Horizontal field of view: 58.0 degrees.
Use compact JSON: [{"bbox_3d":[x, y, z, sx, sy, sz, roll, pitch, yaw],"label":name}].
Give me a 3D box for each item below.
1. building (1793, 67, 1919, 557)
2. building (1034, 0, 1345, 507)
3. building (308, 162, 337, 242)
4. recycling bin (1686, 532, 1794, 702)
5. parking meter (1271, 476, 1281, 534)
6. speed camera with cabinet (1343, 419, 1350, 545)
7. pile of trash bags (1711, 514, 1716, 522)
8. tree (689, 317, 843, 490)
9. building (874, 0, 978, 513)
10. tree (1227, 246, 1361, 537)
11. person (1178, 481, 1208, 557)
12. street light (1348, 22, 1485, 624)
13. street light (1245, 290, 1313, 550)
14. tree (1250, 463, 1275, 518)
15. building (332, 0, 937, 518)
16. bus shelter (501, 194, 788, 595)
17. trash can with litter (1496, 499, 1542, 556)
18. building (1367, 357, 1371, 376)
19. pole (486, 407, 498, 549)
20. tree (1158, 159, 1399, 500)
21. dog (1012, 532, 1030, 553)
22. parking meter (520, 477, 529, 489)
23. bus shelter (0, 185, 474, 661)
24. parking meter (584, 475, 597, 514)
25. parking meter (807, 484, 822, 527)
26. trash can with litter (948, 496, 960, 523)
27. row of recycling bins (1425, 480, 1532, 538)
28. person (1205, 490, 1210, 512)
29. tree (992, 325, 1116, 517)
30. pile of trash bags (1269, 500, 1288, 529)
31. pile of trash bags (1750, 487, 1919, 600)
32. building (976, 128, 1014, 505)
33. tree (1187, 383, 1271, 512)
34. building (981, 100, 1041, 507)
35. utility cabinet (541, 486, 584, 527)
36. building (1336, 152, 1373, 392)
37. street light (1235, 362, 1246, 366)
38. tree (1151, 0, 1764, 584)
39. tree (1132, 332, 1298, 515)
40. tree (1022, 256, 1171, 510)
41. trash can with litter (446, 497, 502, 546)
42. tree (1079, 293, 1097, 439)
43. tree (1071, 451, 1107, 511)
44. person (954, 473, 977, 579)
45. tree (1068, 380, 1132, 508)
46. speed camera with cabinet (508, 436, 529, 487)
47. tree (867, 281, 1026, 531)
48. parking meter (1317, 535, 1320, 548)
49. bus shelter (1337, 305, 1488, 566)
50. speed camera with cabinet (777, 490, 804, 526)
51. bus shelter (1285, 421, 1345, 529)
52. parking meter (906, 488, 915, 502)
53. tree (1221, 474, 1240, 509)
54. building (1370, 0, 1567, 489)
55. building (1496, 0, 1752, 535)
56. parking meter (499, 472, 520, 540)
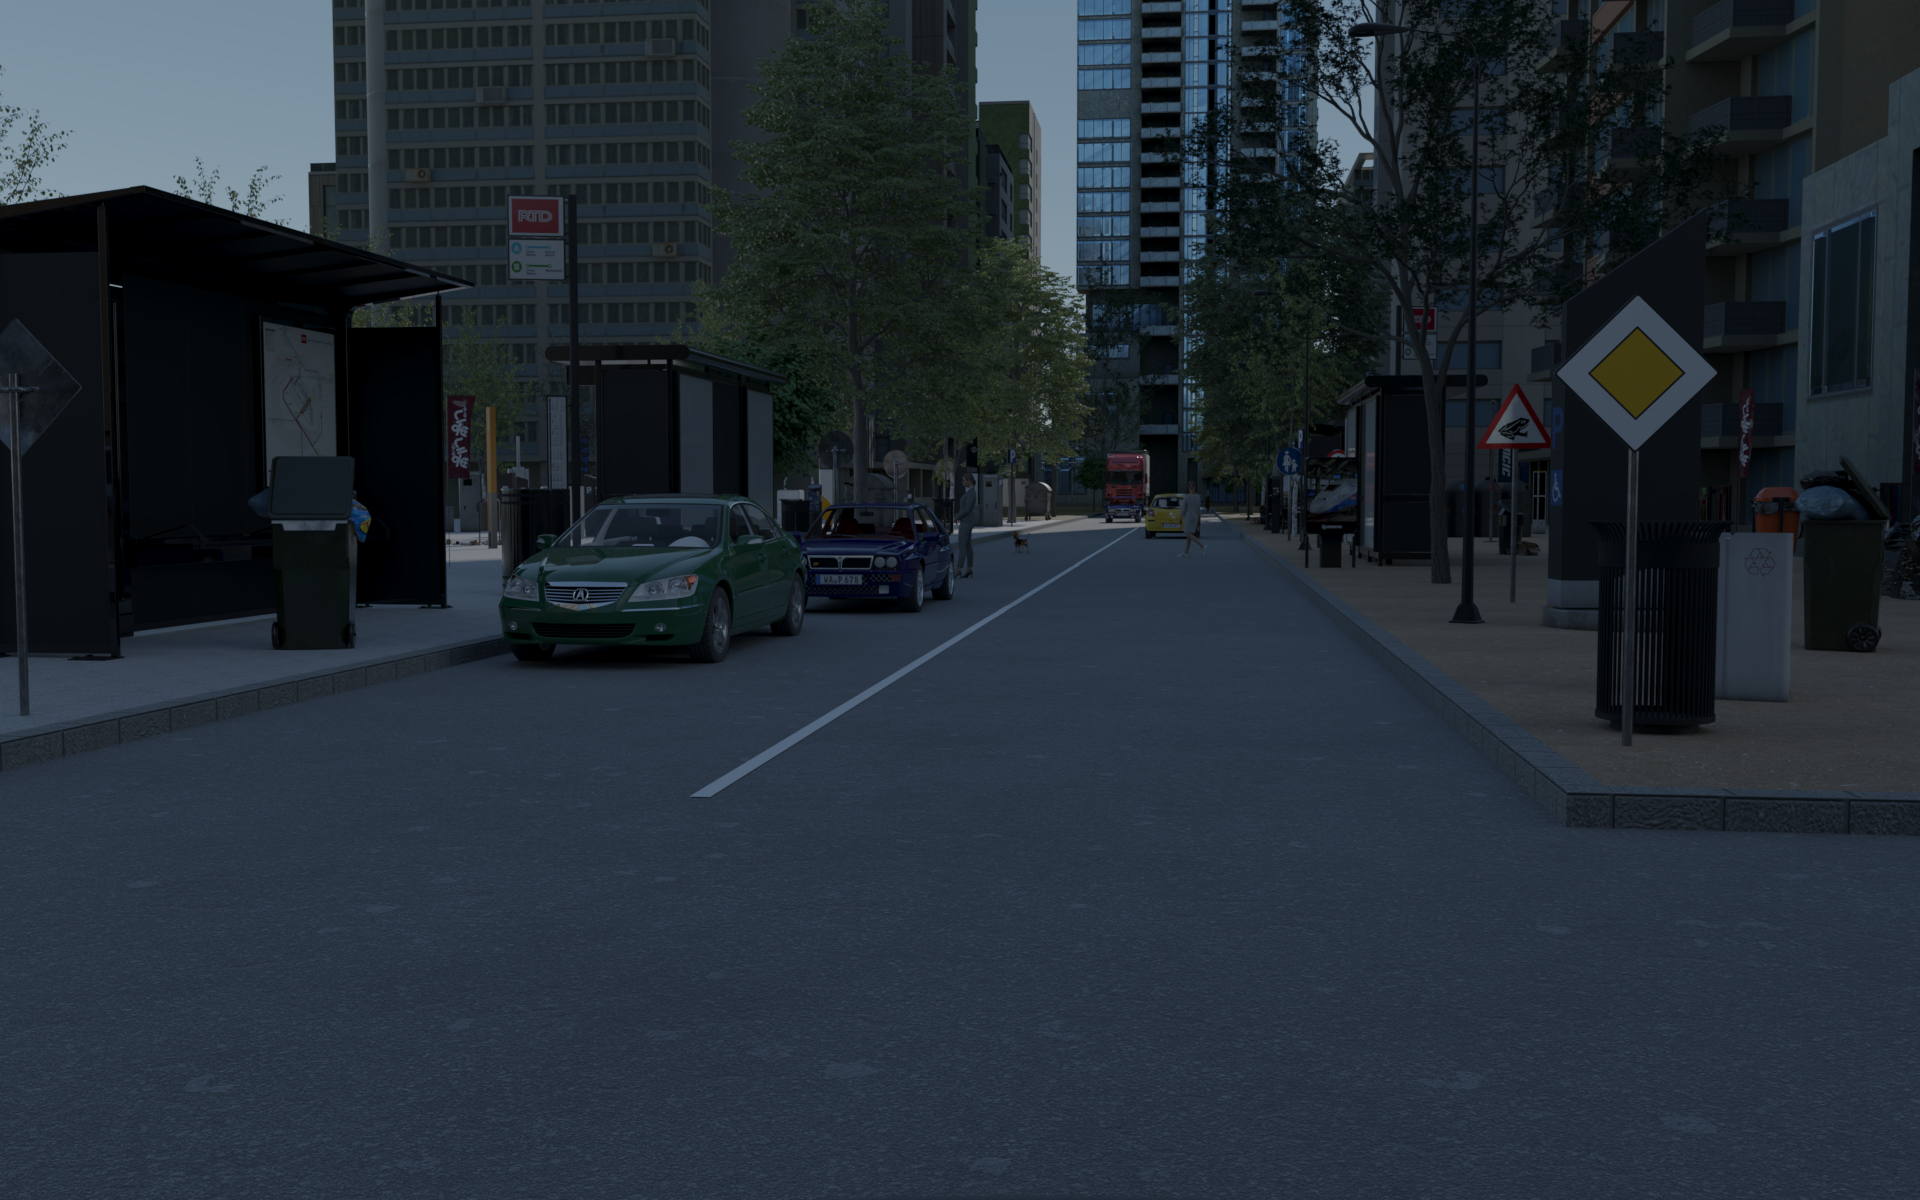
[{"bbox_3d":[29.727,-43.334,21.177,31.000,86.520,22.319,0,4,8],"label":"building"},{"bbox_3d":[24.396,-53.229,182.971,31.000,86.520,22.319,0,4,8],"label":"building"},{"bbox_3d":[-47.332,-23.312,152.852,14.107,30.474,14.160,0,4,8],"label":"building"},{"bbox_3d":[4.918,0.090,11.086,0.722,1.027,0.722,2,4,26],"label":"recycling bin"},{"bbox_3d":[10.265,-3.092,56.266,0.255,1.863,0.399,1,4,14],"label":"parking meter"},{"bbox_3d":[10.223,-3.081,44.714,0.660,3.252,2.038,0,4,8],"label":"speed camera with cabinet"},{"bbox_3d":[14.188,-1.496,34.219,1.912,1.369,3.447,2,4,32],"label":"pile of trash bags"},{"bbox_3d":[-3.873,-2.961,32.129,4.285,4.588,4.351,0,3,0],"label":"tree"},{"bbox_3d":[-6.621,-26.507,116.978,14.154,41.232,14.086,0,4,8],"label":"building"},{"bbox_3d":[10.105,-6.232,52.262,4.737,8.622,4.395,0,3,0],"label":"tree"},{"bbox_3d":[5.286,-1.834,39.236,0.760,1.731,0.466,2,4,29],"label":"person"},{"bbox_3d":[4.520,-2.730,17.171,1.470,5.913,1.316,0,4,8],"label":"street light"},{"bbox_3d":[7.368,-4.099,39.555,1.470,5.913,1.316,0,4,8],"label":"street light"},{"bbox_3d":[16.267,-5.984,92.437,1.663,3.219,1.824,0,3,0],"label":"tree"},{"bbox_3d":[-18.059,-24.907,99.105,32.217,40.220,23.993,0,4,8],"label":"building"},{"bbox_3d":[-4.632,-2.948,25.833,2.179,5.291,8.768,0,4,8],"label":"bus shelter"},{"bbox_3d":[11.799,-1.533,36.457,0.624,1.170,1.055,-2,4,-28],"label":"trash can with litter"},{"bbox_3d":[40.558,-50.017,130.453,22.319,86.520,31.000,0,4,8],"label":"building"},{"bbox_3d":[-10.986,-2.862,40.640,0.158,3.312,0.155,0,3,0],"label":"pole"},{"bbox_3d":[12.597,-9.862,67.896,9.857,13.997,8.962,0,3,0],"label":"tree"},{"bbox_3d":[1.473,-1.394,42.077,0.540,0.507,0.406,1,4,16],"label":"dog"},{"bbox_3d":[-14.651,-3.200,58.025,0.399,1.863,0.255,-2,4,-32],"label":"parking meter"},{"bbox_3d":[-6.646,-1.536,16.402,1.731,3.624,6.357,0,4,8],"label":"bus shelter"},{"bbox_3d":[-11.068,-2.838,52.114,0.399,1.863,0.255,2,4,24],"label":"parking meter"},{"bbox_3d":[-3.596,-2.105,42.822,0.372,1.533,0.369,0,3,0],"label":"parking meter"},{"bbox_3d":[-0.286,-3.981,76.145,1.678,1.210,2.233,-2,4,-30],"label":"trash can with litter"},{"bbox_3d":[15.240,-2.712,51.449,3.534,1.692,1.069,-1,4,-11],"label":"row of recycling bins"},{"bbox_3d":[19.249,-7.703,135.178,0.721,1.736,1.217,1,4,11],"label":"person"},{"bbox_3d":[4.911,-9.858,95.585,7.601,10.594,8.767,-3,4,-38],"label":"tree"},{"bbox_3d":[12.551,-3.330,64.198,1.912,1.369,3.447,1,4,20],"label":"pile of trash bags"},{"bbox_3d":[11.751,-0.728,21.658,3.447,1.369,1.912,1,4,15],"label":"pile of trash bags"},{"bbox_3d":[-2.735,-22.939,146.759,14.107,30.474,14.160,0,4,8],"label":"building"},{"bbox_3d":[19.967,-12.515,122.747,7.486,12.596,7.792,0,3,0],"label":"tree"},{"bbox_3d":[1.173,-30.622,184.263,14.086,41.232,14.154,0,4,8],"label":"building"},{"bbox_3d":[-11.334,-2.490,49.387,1.173,1.500,0.318,-2,4,-26],"label":"utility cabinet"},{"bbox_3d":[53.326,-30.232,186.174,23.993,40.220,32.217,0,4,8],"label":"building"},{"bbox_3d":[10.345,-5.420,61.164,1.470,5.913,1.316,0,4,8],"label":"street light"},{"bbox_3d":[6.984,-5.536,24.923,8.767,10.594,7.601,0,4,7],"label":"tree"},{"bbox_3d":[17.448,-10.963,105.005,9.928,11.665,9.643,0,3,0],"label":"tree"},{"bbox_3d":[10.849,-17.411,140.555,12.611,20.169,13.585,0,3,0],"label":"tree"},{"bbox_3d":[-12.275,-2.005,43.847,2.233,1.210,1.678,0,4,0],"label":"trash can with litter"},{"bbox_3d":[2.584,-9.704,76.794,7.486,12.596,7.792,0,3,0],"label":"tree"},{"bbox_3d":[10.009,-8.849,128.398,4.285,4.588,4.351,0,3,0],"label":"tree"},{"bbox_3d":[0.019,-1.267,29.491,0.573,1.790,0.520,-1,4,-14],"label":"person"},{"bbox_3d":[13.151,-14.107,156.410,9.928,11.665,9.643,0,3,0],"label":"tree"},{"bbox_3d":[-14.504,-3.995,59.656,2.038,3.252,0.660,-1,4,-19],"label":"speed camera with cabinet"},{"bbox_3d":[-0.103,-6.678,59.553,4.737,8.622,4.395,0,3,0],"label":"tree"},{"bbox_3d":[8.714,-2.170,41.186,0.399,1.863,0.255,2,4,27],"label":"parking meter"},{"bbox_3d":[8.769,-3.488,34.654,2.179,5.291,8.768,0,4,8],"label":"bus shelter"},{"bbox_3d":[-7.412,-4.673,70.740,2.038,3.252,0.660,1,4,15],"label":"speed camera with cabinet"},{"bbox_3d":[11.981,-4.111,58.496,1.731,3.624,6.357,0,4,8],"label":"bus shelter"},{"bbox_3d":[-2.144,-4.077,75.064,0.372,1.533,0.369,0,3,0],"label":"parking meter"},{"bbox_3d":[23.135,-9.434,148.849,1.663,3.219,1.824,0,3,0],"label":"tree"},{"bbox_3d":[35.207,-34.238,101.783,21.231,58.520,28.212,0,4,8],"label":"building"},{"bbox_3d":[32.642,-24.823,60.478,22.147,44.769,28.867,0,4,8],"label":"building"},{"bbox_3d":[-12.173,-2.503,46.630,0.399,1.863,0.255,1,4,20],"label":"parking meter"}]
